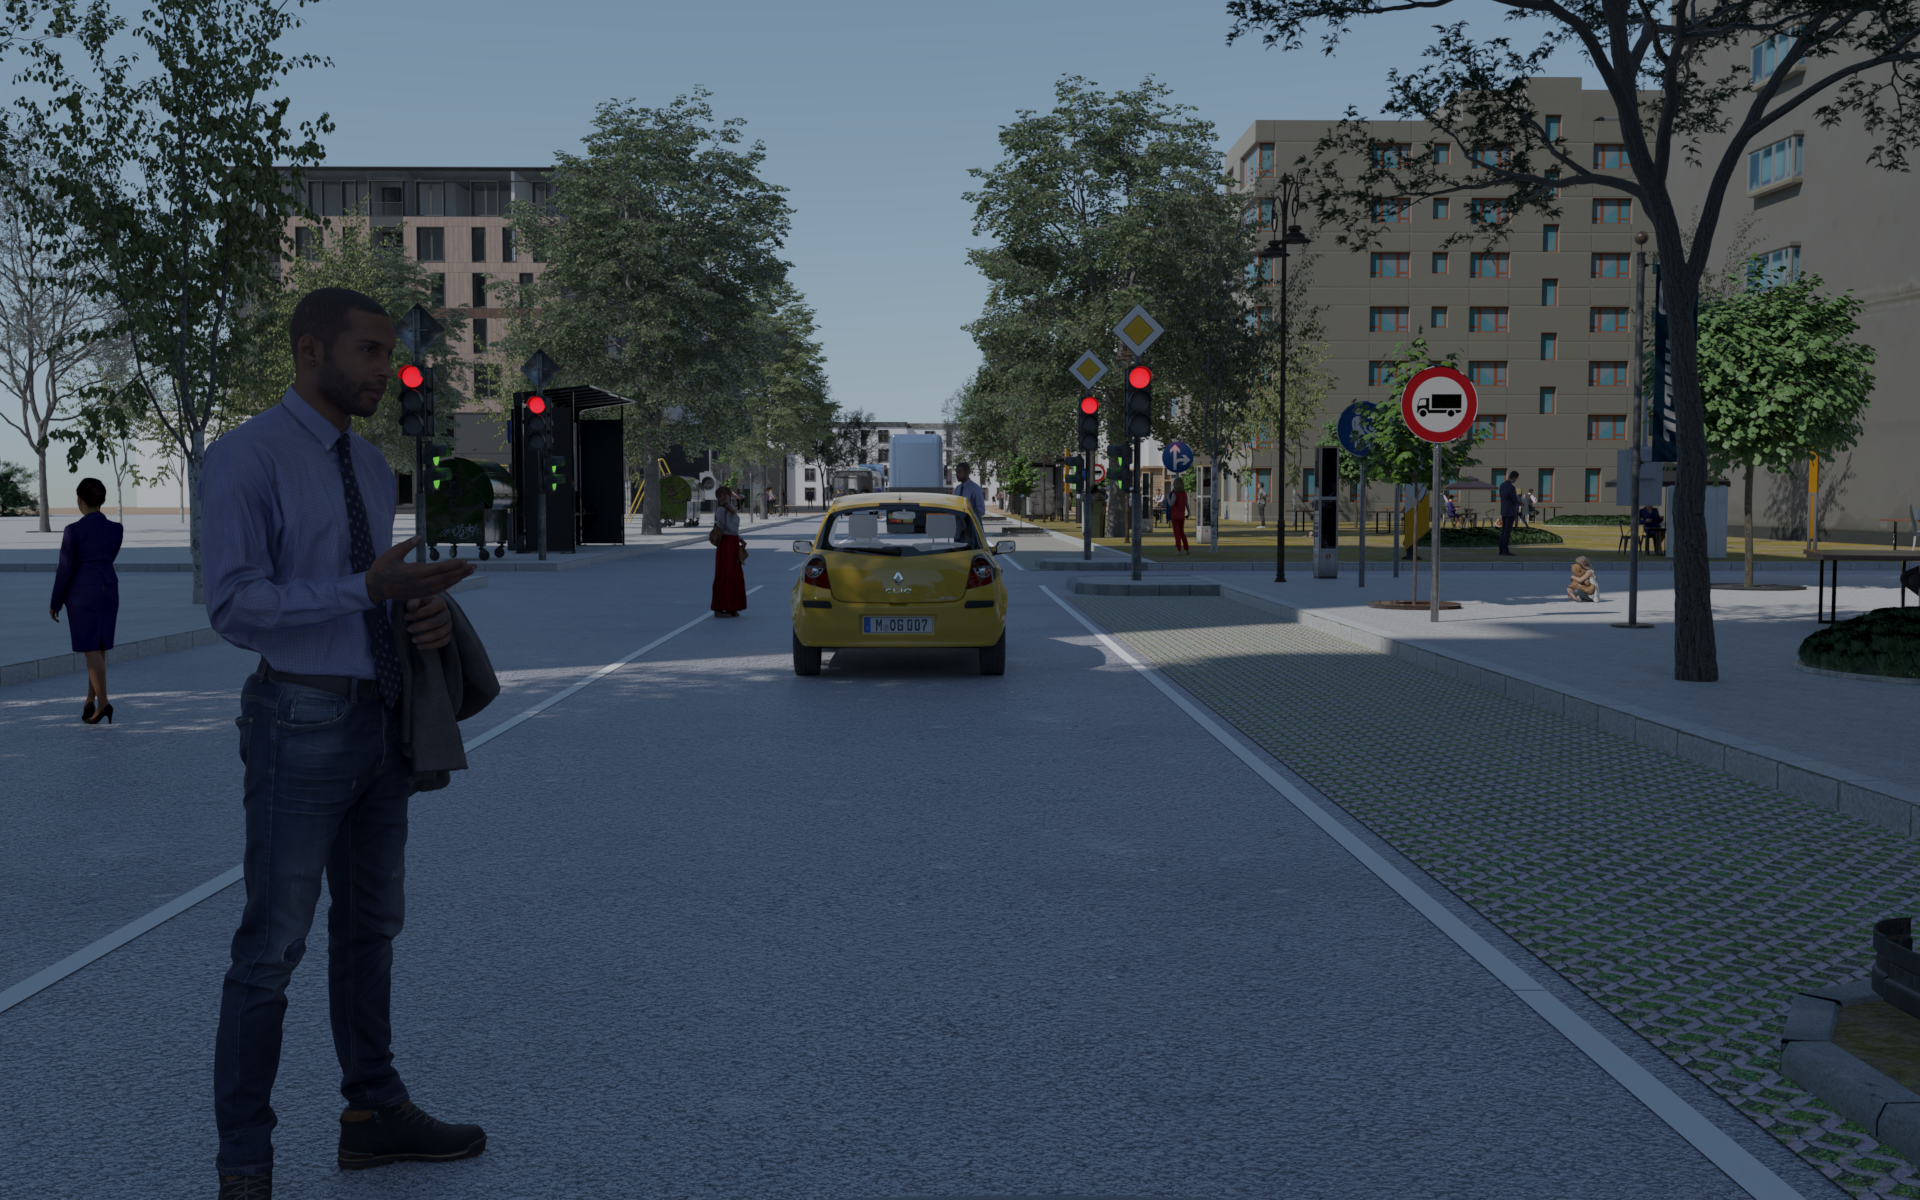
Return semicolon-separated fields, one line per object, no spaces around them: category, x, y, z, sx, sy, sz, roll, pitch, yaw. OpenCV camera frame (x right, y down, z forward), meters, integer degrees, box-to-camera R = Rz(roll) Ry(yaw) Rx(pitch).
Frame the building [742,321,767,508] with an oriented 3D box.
building;-35.389;-18.483;168.656;31.486;18.905;16.747;0;4;-1

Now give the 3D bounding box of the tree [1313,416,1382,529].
tree;14.606;-4.890;63.673;4.285;4.588;4.351;0;3;0

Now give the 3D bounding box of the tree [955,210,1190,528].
tree;4.794;-8.496;64.660;9.928;11.665;9.643;0;3;0

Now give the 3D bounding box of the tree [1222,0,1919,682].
tree;5.178;-4.743;11.967;8.767;10.594;7.601;1;4;12

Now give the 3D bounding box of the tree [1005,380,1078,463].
tree;4.420;-8.841;94.918;4.360;8.622;3.978;0;3;0

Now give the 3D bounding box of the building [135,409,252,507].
building;-65.927;-14.066;172.133;28.070;9.664;9.099;0;4;-1

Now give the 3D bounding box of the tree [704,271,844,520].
tree;-9.592;-10.296;86.463;7.486;12.596;7.792;0;3;0

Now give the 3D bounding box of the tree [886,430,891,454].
tree;-10.808;-12.413;137.364;8.767;10.594;7.601;-1;4;-16

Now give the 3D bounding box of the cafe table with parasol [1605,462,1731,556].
cafe table with parasol;14.754;-1.917;36.208;2.610;1.966;2.610;-2;4;-33

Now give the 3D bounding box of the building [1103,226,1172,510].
building;19.434;-16.628;128.286;16.016;20.091;11.380;0;4;-1

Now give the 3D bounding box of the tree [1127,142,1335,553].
tree;5.740;-5.315;37.270;4.360;8.622;3.978;0;3;0

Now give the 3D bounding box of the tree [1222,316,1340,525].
tree;13.477;-7.362;70.727;4.737;8.622;4.395;0;3;0

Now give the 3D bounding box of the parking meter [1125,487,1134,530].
parking meter;6.109;-3.323;62.744;0.372;1.533;0.369;0;3;0

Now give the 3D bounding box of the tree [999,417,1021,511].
tree;3.669;-11.174;133.057;4.737;8.622;4.395;0;3;0

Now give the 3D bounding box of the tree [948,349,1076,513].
tree;3.709;-12.414;119.984;9.611;12.733;9.660;0;3;0

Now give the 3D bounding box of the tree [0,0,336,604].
tree;-9.070;-4.271;20.199;4.737;8.622;4.395;0;3;0

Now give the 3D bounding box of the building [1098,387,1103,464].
building;19.365;-17.323;139.645;16.016;20.091;11.380;0;4;-1

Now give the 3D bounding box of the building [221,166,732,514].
building;-32.248;-17.167;124.649;27.936;21.610;32.646;0;4;-1

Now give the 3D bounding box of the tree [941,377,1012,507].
tree;2.184;-16.030;172.452;12.009;13.543;11.850;0;3;0

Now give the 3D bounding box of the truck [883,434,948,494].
truck;-1.771;-5.015;71.753;2.967;4.110;18.799;0;4;-2

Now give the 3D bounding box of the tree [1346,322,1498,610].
tree;5.274;-1.525;19.543;1.663;3.219;1.824;0;3;0

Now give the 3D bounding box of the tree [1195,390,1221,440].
tree;12.395;-7.683;75.974;4.737;8.622;4.395;0;3;0

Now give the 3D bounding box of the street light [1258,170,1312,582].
street light;4.672;-3.198;25.068;0.468;5.910;1.993;0;4;-1

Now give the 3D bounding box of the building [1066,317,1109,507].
building;19.371;-18.020;161.078;16.747;18.905;31.486;0;4;-1

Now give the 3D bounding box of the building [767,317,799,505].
building;-36.814;-22.598;213.445;32.646;21.610;27.936;0;4;-1

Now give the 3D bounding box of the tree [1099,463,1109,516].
tree;7.996;-6.407;99.354;1.663;3.219;1.824;0;3;0

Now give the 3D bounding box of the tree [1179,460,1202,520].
tree;11.490;-5.606;86.254;1.663;3.219;1.824;0;3;0

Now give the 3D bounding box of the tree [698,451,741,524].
tree;-10.184;-4.896;74.644;1.663;3.219;1.824;0;3;0

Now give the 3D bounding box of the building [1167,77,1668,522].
building;27.202;-15.286;94.966;27.650;21.520;28.899;0;4;-1

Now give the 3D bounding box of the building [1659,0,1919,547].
building;33.459;-26.140;51.084;21.600;48.544;21.300;0;4;-1

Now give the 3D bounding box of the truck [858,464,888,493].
truck;-8.183;-10.523;161.812;2.967;4.110;18.799;0;4;-2

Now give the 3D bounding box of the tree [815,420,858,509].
tree;-11.012;-12.047;147.335;4.360;8.622;3.978;0;3;0

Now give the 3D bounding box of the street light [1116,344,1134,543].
street light;4.363;-4.416;44.989;0.468;5.910;1.993;0;4;-1

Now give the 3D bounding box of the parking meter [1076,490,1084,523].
parking meter;5.249;-4.126;75.869;0.372;1.533;0.369;0;3;0

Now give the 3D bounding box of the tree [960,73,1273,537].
tree;4.610;-8.861;51.539;9.857;13.997;8.962;0;3;0

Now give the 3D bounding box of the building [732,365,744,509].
building;-26.685;-17.891;148.934;16.016;20.091;11.380;0;4;-1

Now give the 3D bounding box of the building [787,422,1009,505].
building;-6.288;-16.118;205.682;28.070;9.664;9.099;0;4;-1

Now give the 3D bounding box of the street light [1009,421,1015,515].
street light;3.270;-8.298;108.456;0.468;5.910;1.993;0;4;-1

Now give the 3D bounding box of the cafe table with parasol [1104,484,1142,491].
cafe table with parasol;8.550;-5.221;90.223;2.610;1.966;2.610;1;4;19

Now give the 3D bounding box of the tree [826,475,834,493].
tree;-11.498;-9.977;157.723;1.663;3.219;1.824;0;3;0

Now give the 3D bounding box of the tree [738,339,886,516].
tree;-10.197;-10.191;101.029;7.601;10.594;8.767;-3;5;-40

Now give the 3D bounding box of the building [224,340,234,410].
building;-68.778;-20.855;207.436;31.486;18.905;16.747;0;4;-1

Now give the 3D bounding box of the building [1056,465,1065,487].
building;14.215;-21.537;208.549;11.380;20.091;16.016;0;4;-1

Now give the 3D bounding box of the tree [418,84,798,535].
tree;-9.784;-9.006;53.901;9.857;13.997;8.962;0;3;0

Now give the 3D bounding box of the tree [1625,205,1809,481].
tree;19.518;-5.778;44.829;4.360;8.622;3.978;0;3;0

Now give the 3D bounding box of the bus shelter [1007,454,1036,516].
bus shelter;3.846;-6.902;104.125;1.731;3.624;6.357;0;4;-1

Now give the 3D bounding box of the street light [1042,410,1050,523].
street light;3.756;-6.375;77.015;0.468;5.910;1.993;0;4;-1

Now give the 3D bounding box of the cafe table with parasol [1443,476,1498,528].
cafe table with parasol;19.021;-3.661;64.720;2.610;1.966;2.610;-1;4;-23
